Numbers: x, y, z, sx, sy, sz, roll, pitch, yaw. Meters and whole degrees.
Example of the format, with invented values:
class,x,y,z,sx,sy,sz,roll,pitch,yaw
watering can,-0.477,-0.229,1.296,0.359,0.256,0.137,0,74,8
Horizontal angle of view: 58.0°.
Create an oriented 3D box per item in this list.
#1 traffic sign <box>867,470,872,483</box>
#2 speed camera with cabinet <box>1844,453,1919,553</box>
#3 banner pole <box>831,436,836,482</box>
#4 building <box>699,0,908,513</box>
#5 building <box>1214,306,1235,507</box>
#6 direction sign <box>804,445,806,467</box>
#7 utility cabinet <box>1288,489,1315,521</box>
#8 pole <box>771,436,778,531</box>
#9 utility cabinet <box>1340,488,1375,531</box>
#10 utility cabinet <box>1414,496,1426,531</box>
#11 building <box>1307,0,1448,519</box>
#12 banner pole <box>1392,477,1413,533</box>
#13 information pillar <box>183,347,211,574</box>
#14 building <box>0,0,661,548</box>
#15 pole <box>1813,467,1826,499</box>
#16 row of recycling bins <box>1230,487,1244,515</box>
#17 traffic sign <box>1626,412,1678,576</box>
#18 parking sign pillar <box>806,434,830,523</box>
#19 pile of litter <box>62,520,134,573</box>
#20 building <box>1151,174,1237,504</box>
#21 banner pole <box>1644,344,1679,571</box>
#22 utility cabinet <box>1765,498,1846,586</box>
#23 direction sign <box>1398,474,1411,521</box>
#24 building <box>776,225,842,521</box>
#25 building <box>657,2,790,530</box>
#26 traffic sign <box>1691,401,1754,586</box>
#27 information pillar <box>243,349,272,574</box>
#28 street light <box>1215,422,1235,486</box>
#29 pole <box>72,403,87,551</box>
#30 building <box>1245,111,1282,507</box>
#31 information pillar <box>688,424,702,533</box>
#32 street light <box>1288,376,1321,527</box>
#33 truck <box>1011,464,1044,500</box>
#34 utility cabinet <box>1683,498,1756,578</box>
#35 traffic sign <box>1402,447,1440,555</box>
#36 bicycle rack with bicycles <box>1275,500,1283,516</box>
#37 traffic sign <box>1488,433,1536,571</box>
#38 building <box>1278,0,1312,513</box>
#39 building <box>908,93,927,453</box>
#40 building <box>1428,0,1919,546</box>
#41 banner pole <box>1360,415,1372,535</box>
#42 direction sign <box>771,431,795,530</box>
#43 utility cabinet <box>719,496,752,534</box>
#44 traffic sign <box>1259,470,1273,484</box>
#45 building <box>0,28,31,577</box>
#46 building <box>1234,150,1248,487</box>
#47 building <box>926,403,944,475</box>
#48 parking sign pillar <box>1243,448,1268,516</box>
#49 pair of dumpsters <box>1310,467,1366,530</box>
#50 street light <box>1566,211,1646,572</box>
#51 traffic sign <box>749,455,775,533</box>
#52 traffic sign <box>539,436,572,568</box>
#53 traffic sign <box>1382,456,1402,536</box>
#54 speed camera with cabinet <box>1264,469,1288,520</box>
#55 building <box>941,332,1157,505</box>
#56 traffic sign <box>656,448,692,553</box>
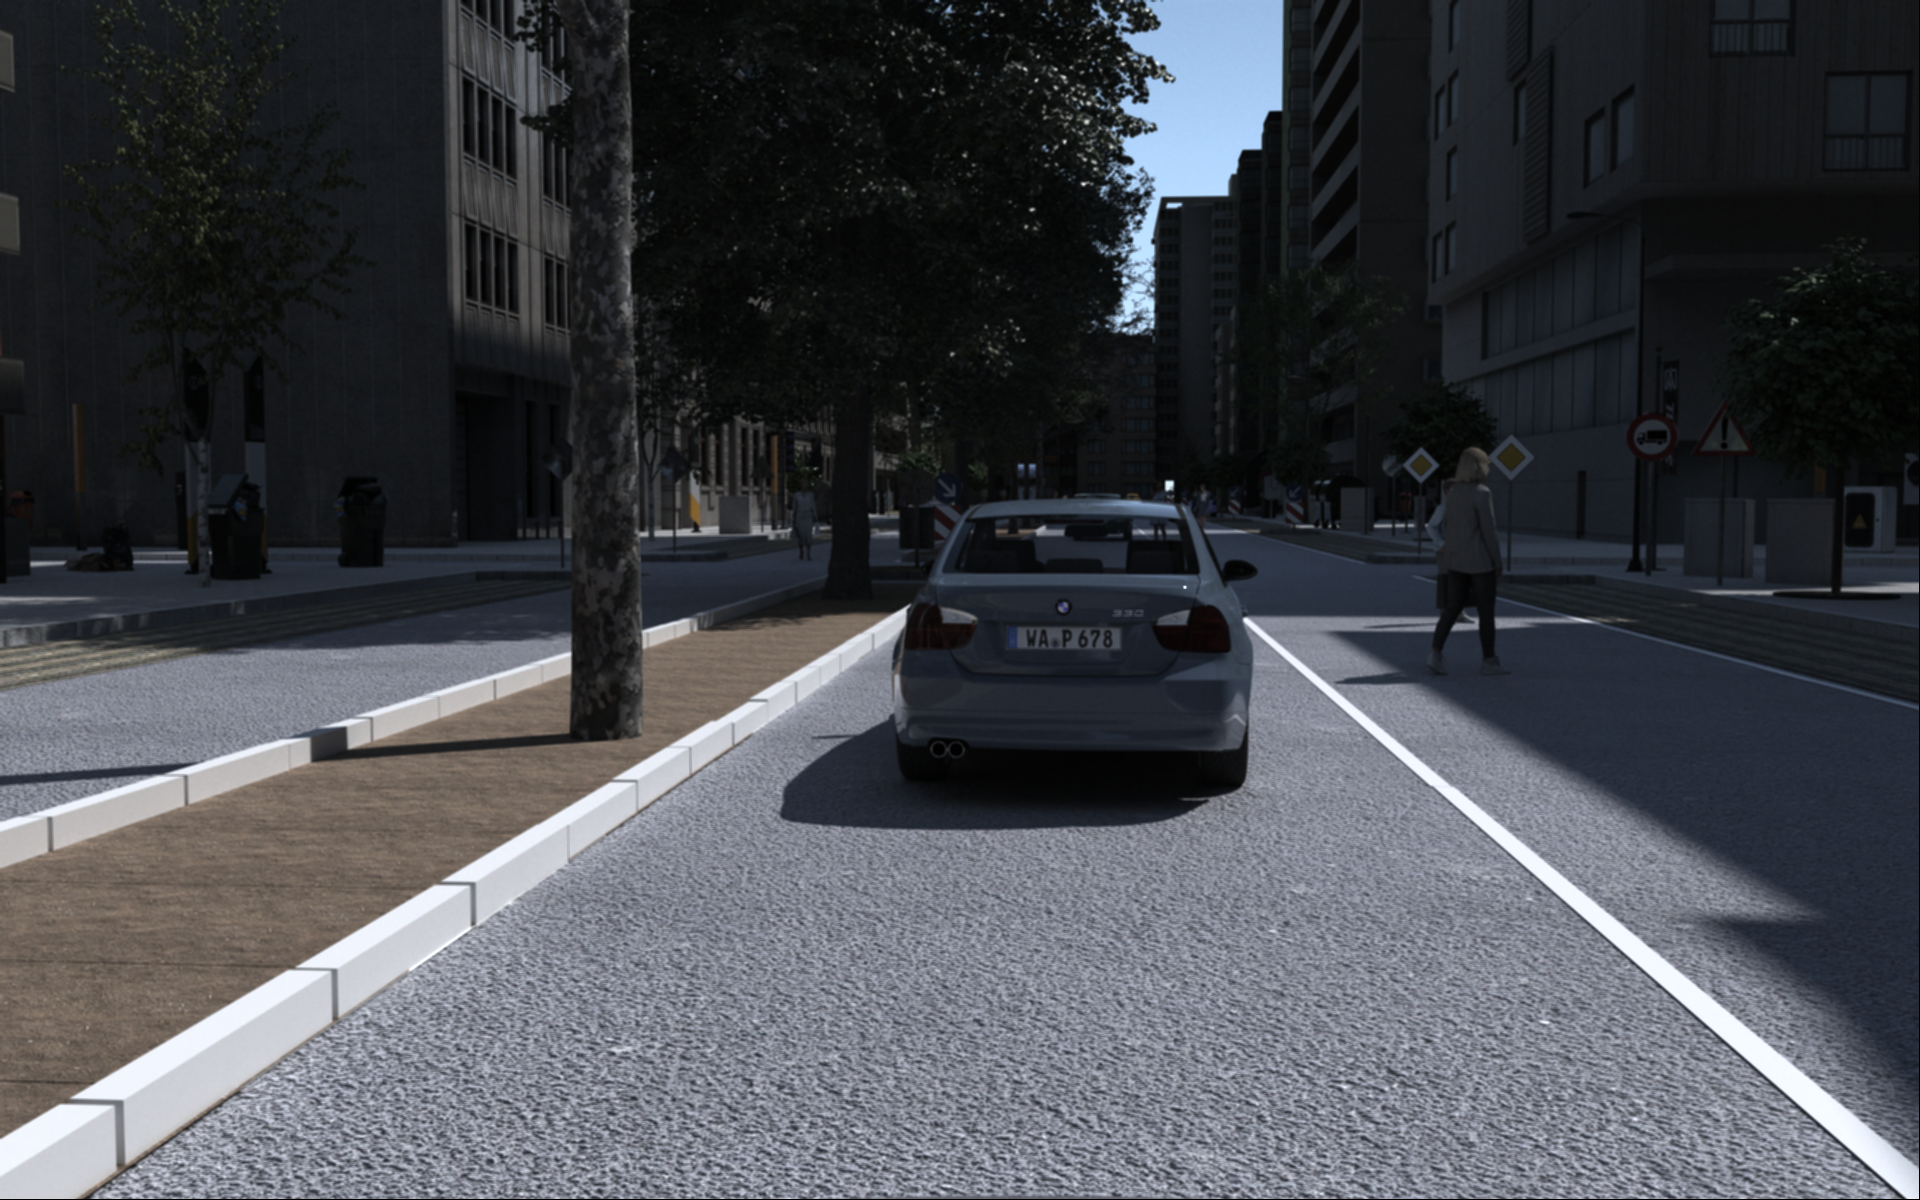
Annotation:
class,x,y,z,sx,sy,sz,roll,pitch,yaw
traffic sign,-4.821,-5.343,87.469,0.768,2.556,0.104,1,4,8
speed camera with cabinet,20.156,-2.634,37.399,0.660,3.252,2.038,-2,4,-35
banner pole,-5.355,-5.172,74.582,0.401,3.779,0.863,-3,5,-43
building,-15.482,-30.615,124.253,21.300,48.544,21.600,0,4,5
building,39.782,-19.797,168.717,27.650,21.520,28.899,0,4,5
direction sign,-7.133,-5.362,79.660,0.379,3.537,0.876,0,4,0
utility cabinet,15.857,-4.387,80.403,1.173,1.500,0.318,2,4,32
pole,-6.522,-4.098,60.850,0.158,3.312,0.155,0,3,0
utility cabinet,13.621,-3.099,59.345,0.318,1.500,1.173,-3,5,-42
utility cabinet,15.998,-3.004,60.271,0.306,1.237,1.020,1,4,9
building,31.479,-28.879,95.865,21.300,48.544,21.600,0,4,5
banner pole,14.598,-4.111,57.228,0.863,3.779,0.401,-2,4,-27
information pillar,-12.237,-2.229,27.793,0.183,3.616,0.504,1,4,17
building,-17.283,-14.236,50.777,12.078,24.808,19.932,0,4,5
pole,13.838,-2.080,27.859,0.158,3.312,0.155,0,3,0
row of recycling bins,17.421,-6.171,108.003,1.069,1.692,3.534,0,4,0
traffic sign,10.797,-1.650,27.092,0.768,2.556,0.104,1,4,11
parking sign pillar,-6.551,-5.449,77.563,1.447,3.967,1.447,1,4,9
pile of litter,-14.428,-0.922,29.040,1.176,0.858,1.719,-1,4,-10
building,35.778,-31.858,212.758,23.993,40.220,32.217,0,4,5
banner pole,11.700,-2.372,28.794,0.401,3.779,0.863,0,4,-8
utility cabinet,12.013,-0.823,24.620,0.306,1.237,1.020,-2,4,-32
direction sign,20.960,-5.505,81.997,0.379,3.537,0.876,-3,5,-43
building,-12.231,-13.877,91.511,10.561,19.102,19.286,0,4,5
building,-14.394,-14.384,71.332,11.583,22.565,21.152,0,4,5
traffic sign,10.643,-1.479,24.190,0.884,2.594,0.081,0,4,5
information pillar,-11.260,-2.223,27.701,0.183,3.616,0.504,0,4,6
street light,17.093,-8.487,111.304,1.470,5.913,1.316,0,4,5
pole,-19.851,-2.765,39.052,0.158,3.312,0.155,0,3,0
building,30.011,-22.124,133.431,14.160,30.474,14.107,0,4,5
information pillar,-8.857,-4.061,57.759,0.183,3.616,0.504,2,4,30
street light,13.634,-5.868,68.481,1.470,5.913,1.316,0,4,5
truck,6.549,-10.516,161.689,2.967,4.110,18.799,0,4,4
utility cabinet,11.757,-0.958,26.828,0.306,1.237,1.020,-2,4,-33
traffic sign,9.736,-2.019,36.648,0.795,2.450,0.064,0,4,5
bicycle rack with bicycles,19.476,-5.534,103.855,2.852,0.926,2.925,0,4,1
traffic sign,9.106,-1.532,28.688,0.795,2.450,0.064,0,4,5
building,28.971,-26.627,118.948,14.154,41.232,14.086,0,4,5
building,-10.359,-28.061,142.392,14.154,41.232,14.086,0,4,5
building,30.097,-28.315,52.195,27.495,52.752,28.713,0,4,5
banner pole,12.982,-3.981,55.114,0.401,3.779,0.863,1,4,23
direction sign,-6.389,-4.310,62.463,0.876,3.537,0.379,1,4,11
utility cabinet,-7.177,-2.704,55.376,1.020,1.237,0.306,1,4,12
traffic sign,16.520,-5.704,93.371,0.768,2.556,0.104,0,4,6
building,-30.162,-10.337,14.057,28.899,21.520,27.650,0,4,5
building,30.387,-22.994,147.655,14.160,30.474,14.107,0,4,5
building,-13.956,-29.333,171.474,23.993,40.220,32.217,0,4,5
parking sign pillar,17.164,-6.858,100.594,1.447,3.967,1.447,-1,4,-14
pair of dumpsters,14.030,-3.776,64.227,1.574,2.255,4.437,0,4,5
street light,10.635,-3.423,28.506,1.470,5.913,1.316,0,4,5
traffic sign,-6.597,-3.531,57.737,0.884,2.594,0.081,1,4,9
traffic sign,-6.887,-1.610,29.968,0.795,2.450,0.064,0,4,5
traffic sign,13.214,-3.218,52.717,0.768,2.556,0.104,1,4,10
speed camera with cabinet,16.345,-5.674,87.104,2.038,3.252,0.660,-1,4,-15
building,9.118,-22.491,212.764,28.899,21.520,27.650,0,4,5
traffic sign,-6.257,-2.097,37.928,0.795,2.450,0.064,0,4,5
